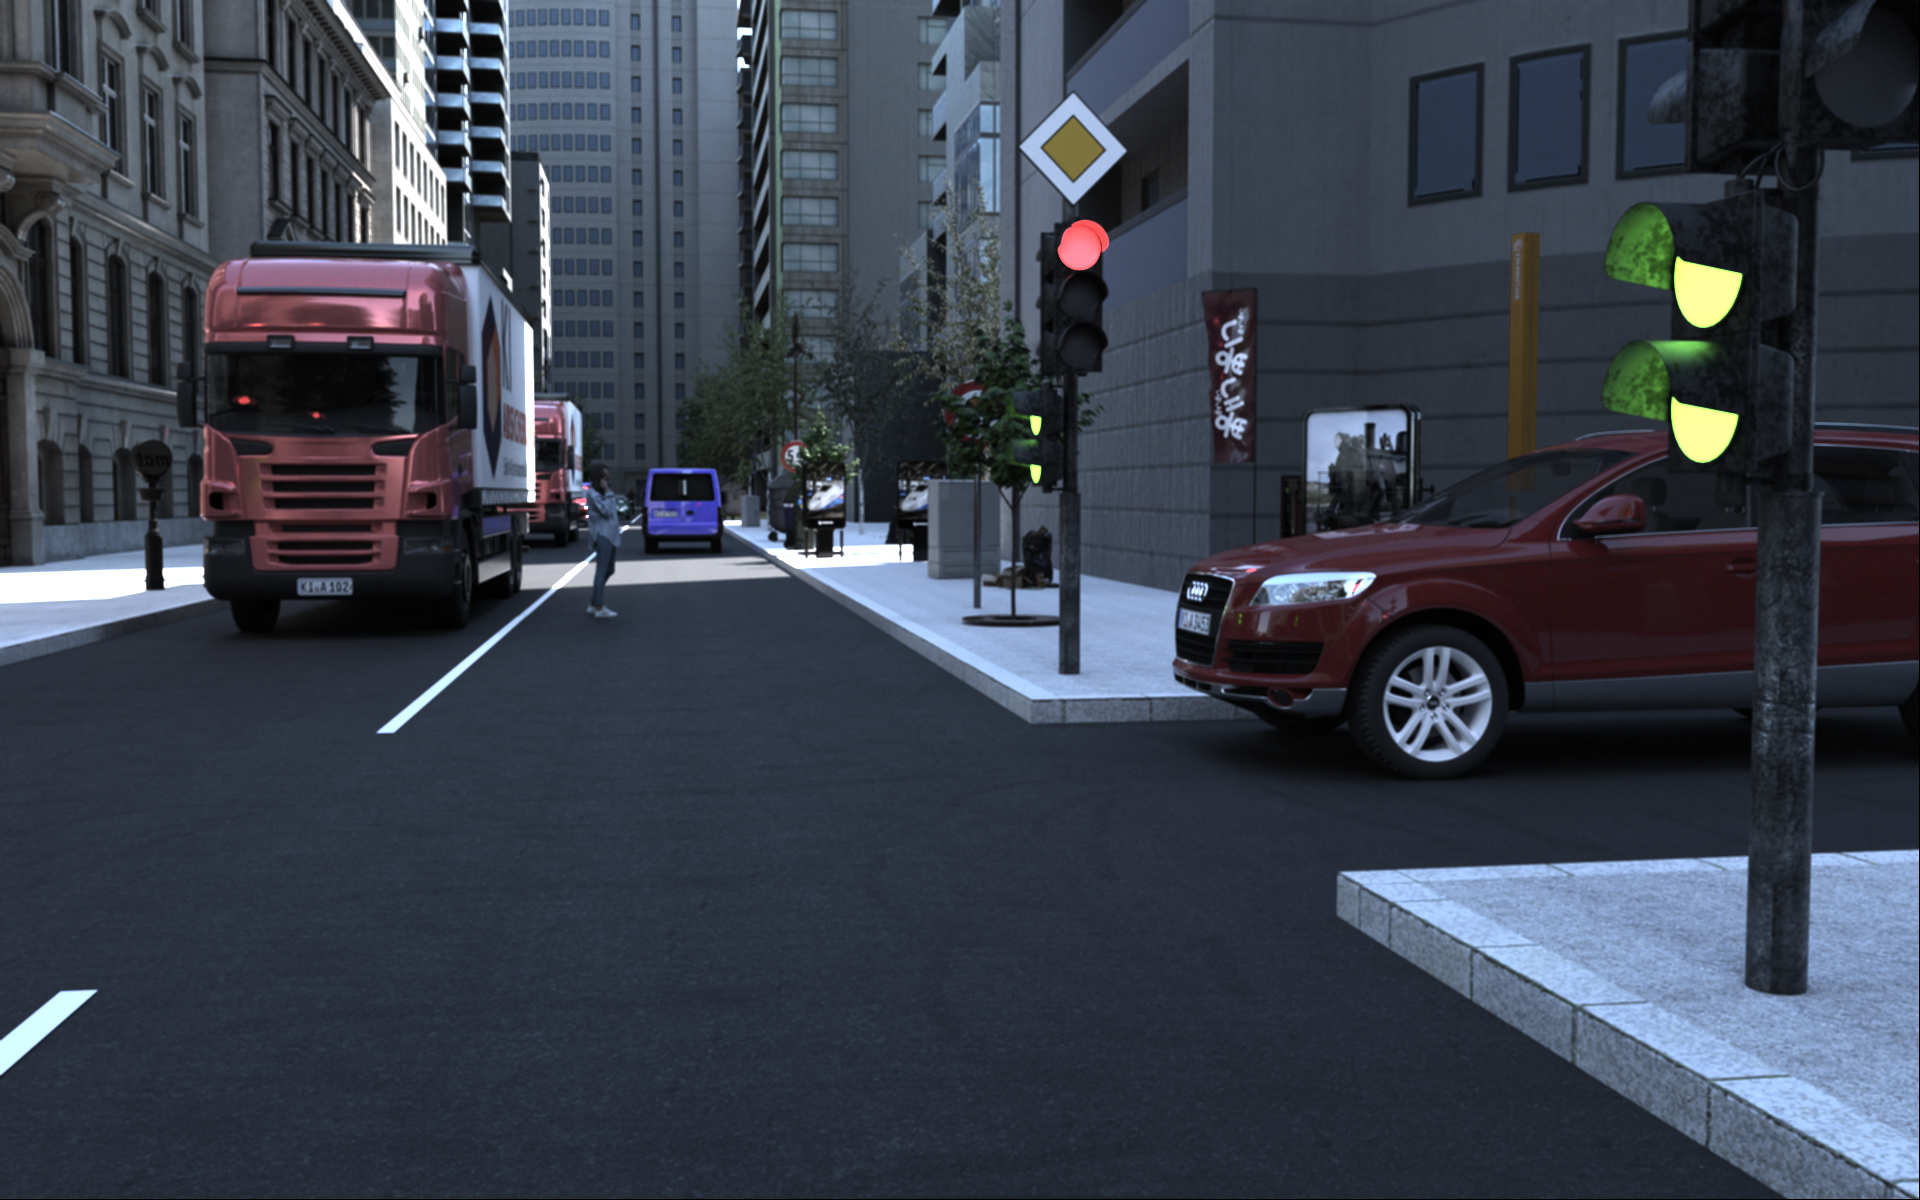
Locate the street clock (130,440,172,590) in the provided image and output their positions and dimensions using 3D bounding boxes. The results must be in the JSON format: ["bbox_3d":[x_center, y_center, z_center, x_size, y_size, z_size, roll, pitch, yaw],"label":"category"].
[{"bbox_3d":[-10.797,-1.137,23.166,0.471,2.002,0.358,-3,5,-44],"label":"street clock"}]

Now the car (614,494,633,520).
[{"bbox_3d":[-19.677,-5.310,98.610,2.131,1.459,4.920,-1,4,-10],"label":"car"}]

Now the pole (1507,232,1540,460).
[{"bbox_3d":[4.429,-1.212,13.661,0.158,3.312,0.155,0,3,0],"label":"pole"}]

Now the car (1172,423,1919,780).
[{"bbox_3d":[3.838,-0.072,9.854,5.304,1.827,2.281,-1,4,-10],"label":"car"}]

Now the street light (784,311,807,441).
[{"bbox_3d":[-4.167,-4.354,43.968,0.468,5.910,1.993,-1,4,-10],"label":"street light"}]

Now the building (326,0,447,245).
[{"bbox_3d":[-28.205,-13.396,73.781,10.420,20.320,16.860,-1,4,-10],"label":"building"}]

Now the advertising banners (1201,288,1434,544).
[{"bbox_3d":[2.935,-1.117,14.451,2.074,3.025,0.090,2,4,35],"label":"advertising banners"}]

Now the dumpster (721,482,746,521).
[{"bbox_3d":[-10.806,-4.721,82.951,1.264,1.857,1.865,-1,4,-10],"label":"dumpster"}]

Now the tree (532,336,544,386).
[{"bbox_3d":[-18.672,-7.235,68.651,4.360,8.622,3.978,0,3,0],"label":"tree"}]

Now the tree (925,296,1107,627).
[{"bbox_3d":[0.407,-1.380,17.160,1.663,3.219,1.824,0,3,0],"label":"tree"}]

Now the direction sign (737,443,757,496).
[{"bbox_3d":[-9.411,-5.171,76.538,0.876,3.537,0.379,1,4,10],"label":"direction sign"}]

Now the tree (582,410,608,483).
[{"bbox_3d":[-32.995,-12.314,151.692,4.360,8.622,3.978,0,3,0],"label":"tree"}]

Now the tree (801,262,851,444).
[{"bbox_3d":[-3.075,-6.381,54.692,4.360,8.622,3.978,0,3,0],"label":"tree"}]

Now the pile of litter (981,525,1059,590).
[{"bbox_3d":[0.830,-0.615,24.015,1.176,0.858,1.719,1,4,13],"label":"pile of litter"}]

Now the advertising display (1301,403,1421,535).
[{"bbox_3d":[2.913,-0.456,12.671,0.123,1.923,0.974,-3,5,-40],"label":"advertising display"}]

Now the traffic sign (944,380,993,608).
[{"bbox_3d":[0.196,-1.181,19.419,0.768,2.556,0.104,0,4,-7],"label":"traffic sign"}]

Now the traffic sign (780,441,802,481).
[{"bbox_3d":[-3.910,-2.530,41.464,0.768,2.556,0.104,0,4,-2],"label":"traffic sign"}]

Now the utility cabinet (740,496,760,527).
[{"bbox_3d":[-8.132,-3.432,67.269,0.306,1.237,1.020,2,4,24],"label":"utility cabinet"}]

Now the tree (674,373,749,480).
[{"bbox_3d":[-23.174,-14.983,163.092,7.486,12.596,7.792,0,3,0],"label":"tree"}]

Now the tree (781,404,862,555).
[{"bbox_3d":[-3.096,-2.587,36.895,1.663,3.219,1.824,0,3,0],"label":"tree"}]

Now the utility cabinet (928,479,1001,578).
[{"bbox_3d":[0.076,-1.088,26.462,1.173,1.500,0.318,-3,4,-37],"label":"utility cabinet"}]

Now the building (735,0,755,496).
[{"bbox_3d":[-7.444,-30.063,146.156,22.147,44.769,28.867,-1,4,-10],"label":"building"}]

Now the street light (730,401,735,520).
[{"bbox_3d":[-11.295,-6.920,85.922,0.468,5.910,1.993,-1,4,-10],"label":"street light"}]

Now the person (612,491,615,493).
[{"bbox_3d":[-28.833,-8.224,143.902,0.756,1.711,0.436,2,4,24],"label":"person"}]

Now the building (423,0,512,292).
[{"bbox_3d":[-42.129,-49.420,120.695,22.319,86.520,31.000,-1,4,-10],"label":"building"}]

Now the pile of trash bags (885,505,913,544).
[{"bbox_3d":[-0.292,-2.172,45.265,1.912,1.369,3.447,3,4,37],"label":"pile of trash bags"}]

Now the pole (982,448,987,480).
[{"bbox_3d":[0.761,-3.674,53.908,0.158,3.312,0.155,0,3,0],"label":"pole"}]

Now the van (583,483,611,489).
[{"bbox_3d":[-19.215,-5.270,90.545,2.240,2.365,5.245,-1,4,-9],"label":"van"}]

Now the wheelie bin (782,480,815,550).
[{"bbox_3d":[-3.671,-1.953,39.839,0.693,1.594,0.980,-2,4,-31],"label":"wheelie bin"}]

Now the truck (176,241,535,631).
[{"bbox_3d":[-6.995,-2.002,21.640,2.839,4.237,11.283,-1,4,-9],"label":"truck"}]

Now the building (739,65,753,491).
[{"bbox_3d":[-15.845,-32.401,179.859,14.200,45.320,14.600,-1,4,-10],"label":"building"}]

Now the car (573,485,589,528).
[{"bbox_3d":[-16.740,-4.034,74.637,2.281,1.827,5.304,-1,4,-8],"label":"car"}]

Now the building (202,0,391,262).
[{"bbox_3d":[-24.997,-11.658,55.242,10.561,19.102,19.286,-1,4,-10],"label":"building"}]

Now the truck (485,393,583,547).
[{"bbox_3d":[-12.413,-3.747,50.178,2.839,4.237,11.283,-1,4,-10],"label":"truck"}]

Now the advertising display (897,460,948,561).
[{"bbox_3d":[-0.717,-1.703,33.058,0.974,1.923,0.123,1,4,8],"label":"advertising display"}]

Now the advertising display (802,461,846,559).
[{"bbox_3d":[-2.709,-1.795,34.564,0.974,1.923,0.123,-3,4,-39],"label":"advertising display"}]

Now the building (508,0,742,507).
[{"bbox_3d":[-37.390,-39.001,179.666,28.212,58.520,21.231,-1,4,-10],"label":"building"}]

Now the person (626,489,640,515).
[{"bbox_3d":[-22.273,-6.648,117.332,1.348,1.807,0.705,0,4,3],"label":"person"}]

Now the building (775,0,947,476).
[{"bbox_3d":[-3.997,-25.631,102.668,14.154,41.232,14.086,-1,4,-10],"label":"building"}]

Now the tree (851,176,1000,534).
[{"bbox_3d":[0.525,-5.464,39.703,4.360,8.622,3.978,0,3,0],"label":"tree"}]

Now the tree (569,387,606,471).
[{"bbox_3d":[-26.967,-10.374,119.984,4.737,8.622,4.395,0,3,0],"label":"tree"}]

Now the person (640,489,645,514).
[{"bbox_3d":[-22.140,-6.882,121.534,0.721,1.766,1.217,-1,4,-19],"label":"person"}]

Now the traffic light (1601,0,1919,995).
[{"bbox_3d":[2.103,-0.946,4.386,0.839,4.253,0.868,-1,4,-10],"label":"traffic light"}]

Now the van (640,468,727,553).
[{"bbox_3d":[-6.973,-2.403,43.681,2.240,2.365,5.245,-1,4,-9],"label":"van"}]

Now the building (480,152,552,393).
[{"bbox_3d":[-42.292,-23.017,148.035,14.107,30.474,14.160,-1,4,-10],"label":"building"}]

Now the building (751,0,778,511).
[{"bbox_3d":[-3.229,-30.399,120.727,21.300,48.544,21.600,-1,4,-10],"label":"building"}]

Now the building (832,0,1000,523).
[{"bbox_3d":[7.099,-46.446,72.056,22.319,86.520,31.000,-1,4,-10],"label":"building"}]

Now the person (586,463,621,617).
[{"bbox_3d":[-4.193,-0.700,20.217,0.793,1.790,0.793,-2,4,-32],"label":"person"}]

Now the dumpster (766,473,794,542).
[{"bbox_3d":[-4.596,-2.535,47.208,1.264,1.857,1.865,-1,4,-10],"label":"dumpster"}]

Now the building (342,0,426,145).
[{"bbox_3d":[-42.423,-24.579,93.751,32.217,40.220,23.993,-1,4,-10],"label":"building"}]

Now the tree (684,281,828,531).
[{"bbox_3d":[-6.661,-6.742,60.594,4.737,8.622,4.395,0,3,0],"label":"tree"}]

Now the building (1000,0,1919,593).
[{"bbox_3d":[16.095,-29.612,26.151,28.212,58.520,21.231,-1,4,-10],"label":"building"}]

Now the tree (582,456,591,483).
[{"bbox_3d":[-28.540,-8.766,127.033,4.285,4.588,4.351,0,3,0],"label":"tree"}]

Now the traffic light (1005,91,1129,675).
[{"bbox_3d":[0.763,-1.427,12.258,0.839,4.253,0.868,-1,4,-10],"label":"traffic light"}]

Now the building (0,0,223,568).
[{"bbox_3d":[-22.012,-12.782,28.067,14.460,24.649,34.723,-1,4,-10],"label":"building"}]
